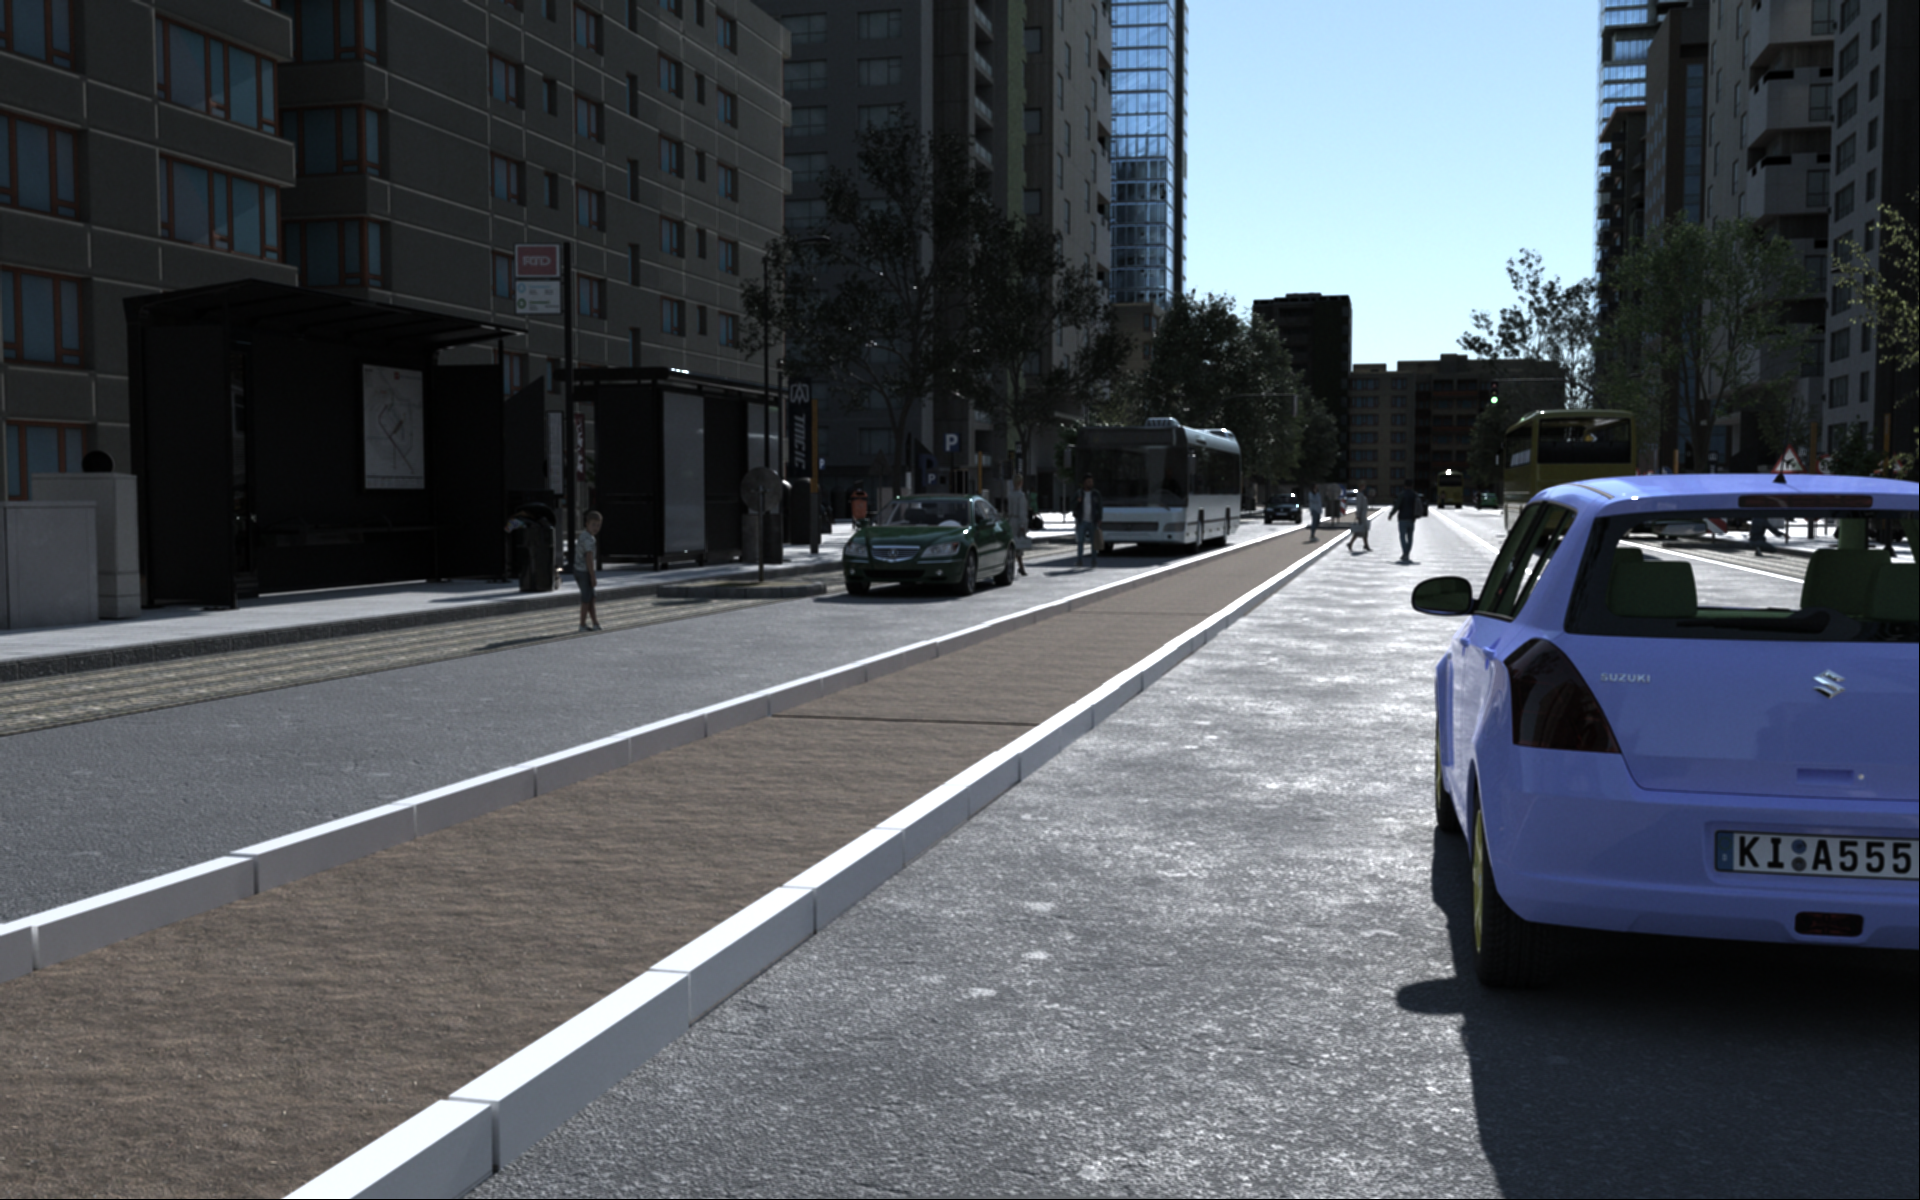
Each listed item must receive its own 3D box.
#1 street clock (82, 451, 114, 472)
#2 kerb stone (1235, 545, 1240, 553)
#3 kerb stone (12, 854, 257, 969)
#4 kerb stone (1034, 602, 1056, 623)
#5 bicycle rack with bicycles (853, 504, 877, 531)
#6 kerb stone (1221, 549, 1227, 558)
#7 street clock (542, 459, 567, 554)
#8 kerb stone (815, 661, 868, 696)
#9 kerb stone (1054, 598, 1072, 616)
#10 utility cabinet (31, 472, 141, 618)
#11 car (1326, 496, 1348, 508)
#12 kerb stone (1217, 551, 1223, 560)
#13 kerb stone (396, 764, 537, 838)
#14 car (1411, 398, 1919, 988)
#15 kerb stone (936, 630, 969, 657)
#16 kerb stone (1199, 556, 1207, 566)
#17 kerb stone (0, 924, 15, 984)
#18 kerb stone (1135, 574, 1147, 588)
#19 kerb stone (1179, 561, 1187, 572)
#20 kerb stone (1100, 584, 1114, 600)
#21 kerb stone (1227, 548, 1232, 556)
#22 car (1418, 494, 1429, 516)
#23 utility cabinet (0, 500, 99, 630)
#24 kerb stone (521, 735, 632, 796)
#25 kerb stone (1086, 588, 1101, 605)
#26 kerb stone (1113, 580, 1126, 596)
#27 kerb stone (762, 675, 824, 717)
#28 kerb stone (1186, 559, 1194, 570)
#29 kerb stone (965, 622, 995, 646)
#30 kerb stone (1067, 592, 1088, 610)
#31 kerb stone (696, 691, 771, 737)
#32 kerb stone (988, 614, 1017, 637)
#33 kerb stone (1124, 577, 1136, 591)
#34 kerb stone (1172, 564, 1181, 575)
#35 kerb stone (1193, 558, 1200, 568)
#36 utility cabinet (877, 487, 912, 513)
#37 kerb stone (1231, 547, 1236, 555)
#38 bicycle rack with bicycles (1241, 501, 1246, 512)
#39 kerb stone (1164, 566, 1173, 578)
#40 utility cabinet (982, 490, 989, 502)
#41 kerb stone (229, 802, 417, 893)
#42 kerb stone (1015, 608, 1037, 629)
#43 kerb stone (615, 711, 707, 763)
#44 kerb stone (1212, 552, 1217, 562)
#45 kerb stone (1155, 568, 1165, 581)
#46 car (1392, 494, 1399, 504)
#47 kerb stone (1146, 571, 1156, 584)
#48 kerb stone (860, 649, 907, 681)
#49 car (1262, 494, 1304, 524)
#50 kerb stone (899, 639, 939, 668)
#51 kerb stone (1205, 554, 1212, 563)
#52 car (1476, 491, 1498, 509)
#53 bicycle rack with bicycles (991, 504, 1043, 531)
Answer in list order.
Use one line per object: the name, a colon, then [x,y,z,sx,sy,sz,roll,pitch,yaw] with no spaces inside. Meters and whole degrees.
street clock: [-14.382,-1.491,28.949,0.471,2.002,0.358,-1,4,-21]
kerb stone: [6.527,-1.174,41.410,0.120,0.150,1.000,1,4,14]
kerb stone: [-2.688,1.019,5.678,0.120,0.150,1.000,1,4,14]
kerb stone: [0.898,0.161,19.569,0.120,0.150,1.000,1,4,14]
bicycle rack with bicycles: [-2.758,-2.946,61.551,2.852,0.926,2.925,3,5,39]
kerb stone: [5.760,-0.991,38.436,0.120,0.150,1.000,1,4,14]
street clock: [-7.711,-1.746,33.117,0.471,2.002,0.358,1,4,18]
kerb stone: [-0.897,0.589,12.627,0.120,0.150,1.000,1,4,14]
kerb stone: [1.146,0.109,20.561,0.120,0.150,1.000,1,4,14]
utility cabinet: [-9.027,-0.564,17.905,1.173,1.500,0.318,2,4,23]
car: [37.376,-9.775,171.613,2.131,1.459,4.920,1,4,14]
kerb stone: [5.512,-0.932,37.442,0.120,0.150,1.000,1,4,14]
kerb stone: [-2.181,0.889,7.657,0.120,0.150,1.000,1,4,14]
car: [2.608,0.212,6.133,1.945,1.707,3.694,1,4,13]
kerb stone: [-0.119,0.410,15.606,0.120,0.150,1.000,1,4,14]
kerb stone: [4.739,-0.750,34.463,0.120,0.150,1.000,1,4,14]
kerb stone: [-2.940,1.071,4.679,0.120,0.150,1.000,1,4,14]
kerb stone: [2.688,-0.264,26.519,0.120,0.150,1.000,1,4,14]
kerb stone: [3.963,-0.568,31.486,0.120,0.150,1.000,1,4,14]
kerb stone: [1.916,-0.082,23.530,0.120,0.150,1.000,1,4,14]
kerb stone: [6.017,-1.054,39.426,0.120,0.150,1.000,1,4,14]
car: [29.467,-6.280,112.470,2.009,1.686,4.222,1,4,13]
utility cabinet: [-8.906,-0.346,16.819,0.306,1.237,1.020,2,4,23]
kerb stone: [-1.923,0.829,8.646,0.120,0.150,1.000,1,4,14]
kerb stone: [1.660,-0.021,22.541,0.120,0.150,1.000,1,4,14]
kerb stone: [2.171,-0.143,24.527,0.120,0.150,1.000,1,4,14]
kerb stone: [-1.151,0.647,11.624,0.120,0.150,1.000,1,4,14]
kerb stone: [4.224,-0.629,32.474,0.120,0.150,1.000,1,4,14]
kerb stone: [0.135,0.350,16.597,0.120,0.150,1.000,1,4,14]
kerb stone: [1.408,0.039,21.550,0.120,0.150,1.000,1,4,14]
kerb stone: [-1.413,0.708,10.636,0.120,0.150,1.000,1,4,14]
kerb stone: [0.383,0.282,17.590,0.120,0.150,1.000,1,4,14]
kerb stone: [2.427,-0.200,25.521,0.120,0.150,1.000,1,4,14]
kerb stone: [3.716,-0.506,30.490,0.120,0.150,1.000,1,4,14]
kerb stone: [4.473,-0.689,33.466,0.120,0.150,1.000,1,4,14]
utility cabinet: [-2.193,-3.023,58.113,1.173,1.500,0.318,2,4,29]
kerb stone: [6.268,-1.108,40.419,0.120,0.150,1.000,1,4,14]
bicycle rack with bicycles: [19.816,-6.857,125.488,2.852,0.926,2.925,-3,5,-40]
kerb stone: [3.454,-0.447,29.502,0.120,0.150,1.000,1,4,14]
utility cabinet: [1.869,-6.426,113.744,1.173,1.500,0.318,-2,4,-25]
kerb stone: [-2.431,0.950,6.666,0.120,0.150,1.000,1,4,14]
kerb stone: [0.638,0.224,18.580,0.120,0.150,1.000,1,4,14]
kerb stone: [-1.674,0.768,9.642,0.120,0.150,1.000,1,4,14]
kerb stone: [5.247,-0.872,36.449,0.120,0.150,1.000,1,4,14]
kerb stone: [3.205,-0.386,28.510,0.120,0.150,1.000,1,4,14]
car: [45.568,-10.313,178.401,2.009,1.686,4.222,1,4,15]
kerb stone: [2.941,-0.325,27.510,0.120,0.150,1.000,1,4,14]
kerb stone: [-0.637,0.525,13.618,0.120,0.150,1.000,1,4,14]
car: [15.763,-4.563,84.392,2.009,1.686,4.222,1,4,13]
kerb stone: [-0.385,0.464,14.615,0.120,0.150,1.000,1,4,14]
kerb stone: [4.993,-0.809,35.454,0.120,0.150,1.000,1,4,14]
car: [50.008,-9.504,164.179,1.959,1.807,4.718,1,4,14]
bicycle rack with bicycles: [1.453,-2.878,60.440,2.925,0.926,2.852,0,4,1]
